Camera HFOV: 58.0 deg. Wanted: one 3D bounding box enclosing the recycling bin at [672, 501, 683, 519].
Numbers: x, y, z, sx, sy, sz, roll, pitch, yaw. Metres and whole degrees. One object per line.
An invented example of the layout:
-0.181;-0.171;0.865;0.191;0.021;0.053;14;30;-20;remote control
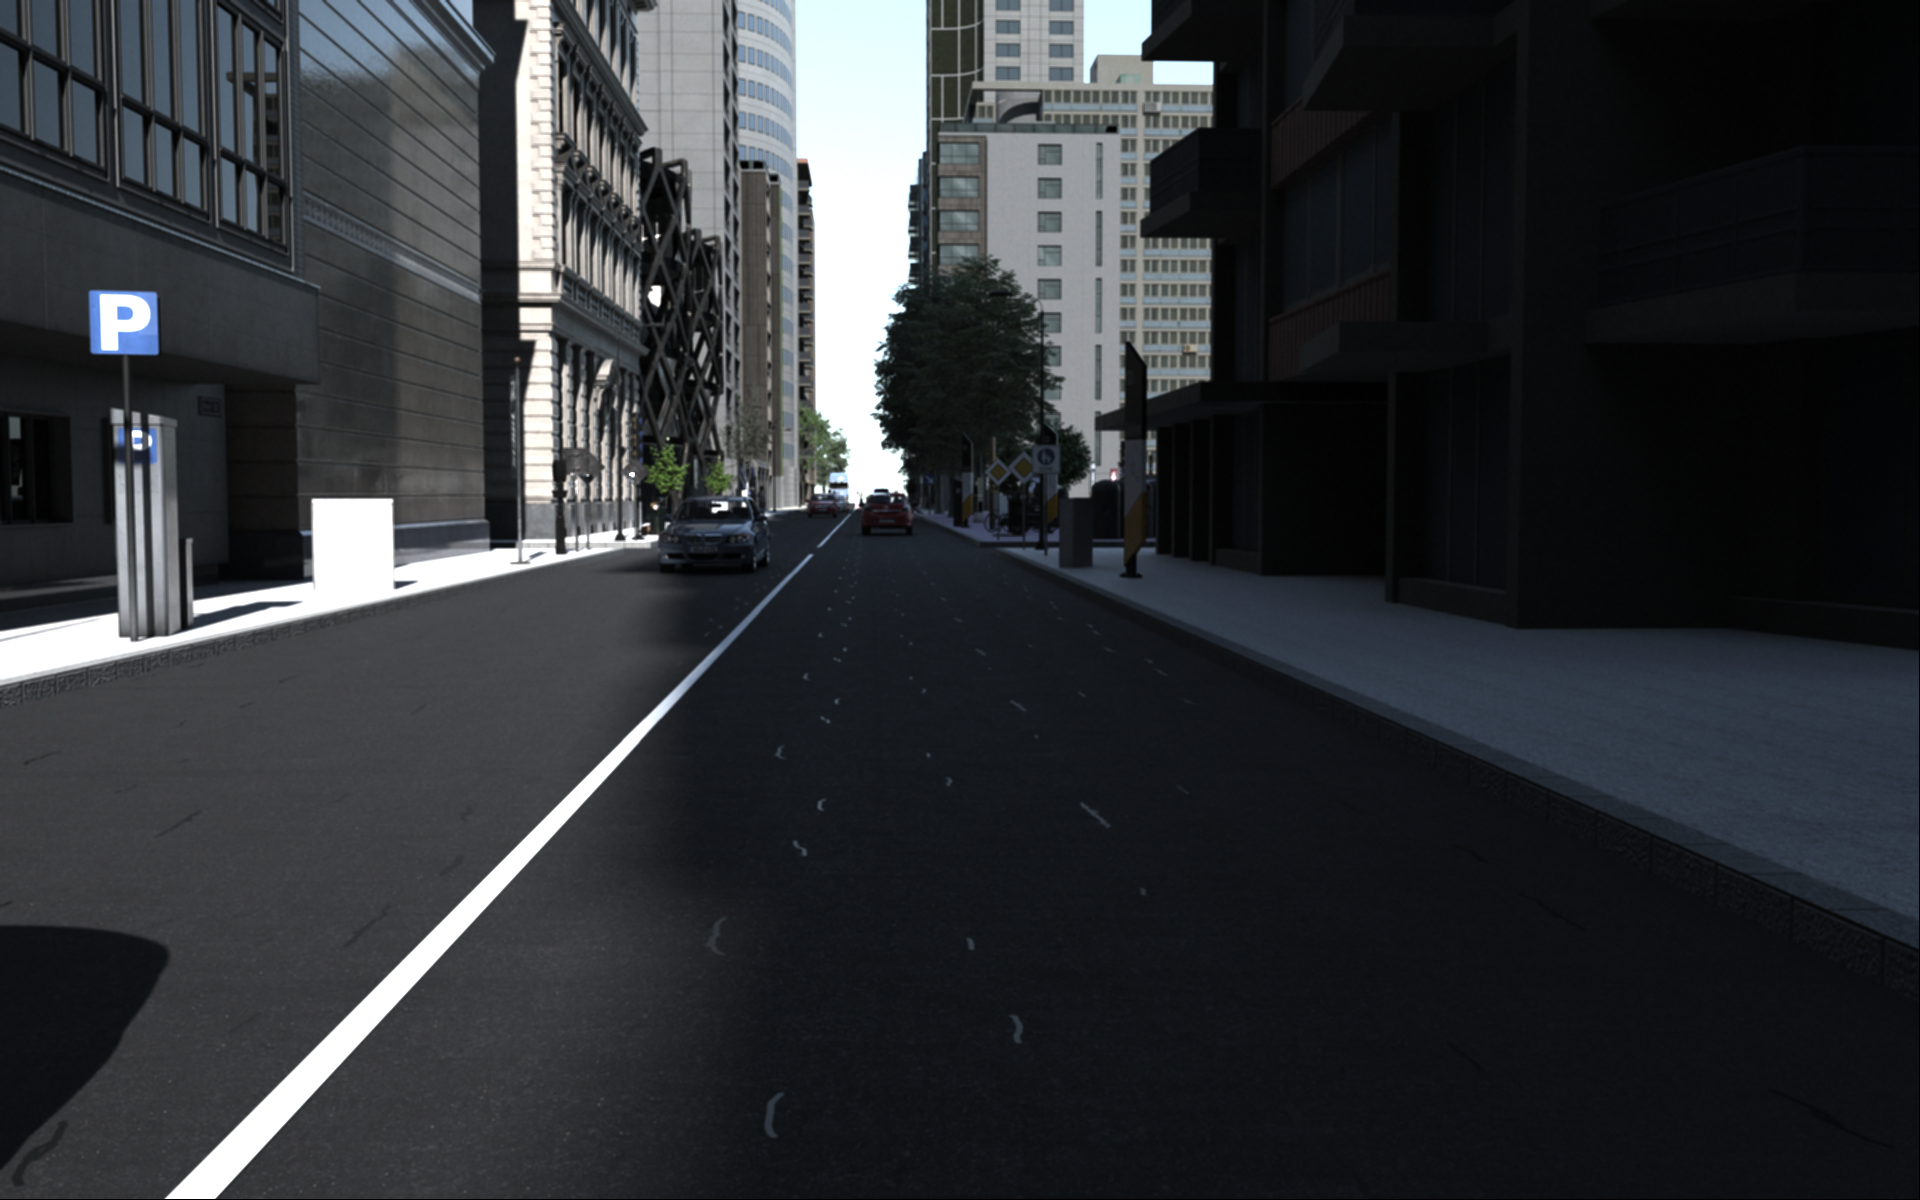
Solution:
-13.947;-4.506;86.223;0.722;1.027;0.722;-1;4;-17;recycling bin

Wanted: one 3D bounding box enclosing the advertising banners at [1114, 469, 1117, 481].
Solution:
9.592;-6.079;95.585;2.074;3.025;0.090;-2;4;-25;advertising banners

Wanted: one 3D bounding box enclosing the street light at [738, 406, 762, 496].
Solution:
-11.068;-7.244;90.985;1.470;5.913;1.316;0;4;-3;street light

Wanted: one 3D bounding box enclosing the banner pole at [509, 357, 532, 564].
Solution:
-8.176;-2.561;31.886;0.401;3.779;0.863;-2;4;-27;banner pole

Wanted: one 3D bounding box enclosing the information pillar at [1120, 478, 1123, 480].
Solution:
7.545;-4.584;79.438;0.304;2.012;0.304;-2;4;-35;information pillar

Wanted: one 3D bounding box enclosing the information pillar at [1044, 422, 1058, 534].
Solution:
2.928;-3.974;56.328;0.504;3.616;0.183;2;4;26;information pillar

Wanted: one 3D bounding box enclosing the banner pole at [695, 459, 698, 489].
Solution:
-16.553;-7.216;108.004;0.401;3.779;0.863;-3;5;-39;banner pole

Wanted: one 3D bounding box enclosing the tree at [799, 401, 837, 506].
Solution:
-17.643;-16.319;192.578;9.928;11.665;9.643;0;3;0;tree

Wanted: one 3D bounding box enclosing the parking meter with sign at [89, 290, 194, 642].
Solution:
-7.381;-1.193;15.764;0.543;3.016;1.738;-1;4;-14;parking meter with sign

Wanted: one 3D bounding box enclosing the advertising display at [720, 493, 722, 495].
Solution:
-17.024;-7.042;120.342;0.974;1.923;0.123;0;4;3;advertising display

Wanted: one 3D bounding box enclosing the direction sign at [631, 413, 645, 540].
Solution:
-9.041;-3.459;48.549;0.379;3.537;0.876;1;4;9;direction sign

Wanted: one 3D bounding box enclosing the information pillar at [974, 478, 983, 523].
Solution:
0.824;-4.462;77.444;0.304;2.012;0.304;-3;4;-37;information pillar

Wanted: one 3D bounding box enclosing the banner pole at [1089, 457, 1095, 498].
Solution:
8.881;-7.751;116.740;0.401;3.779;0.863;3;5;41;banner pole

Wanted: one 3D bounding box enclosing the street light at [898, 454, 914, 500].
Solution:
-4.714;-11.201;155.684;1.470;5.913;1.316;0;4;-3;street light

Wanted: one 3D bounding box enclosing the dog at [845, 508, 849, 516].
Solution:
-7.394;-5.754;113.365;0.540;0.507;0.406;2;4;29;dog

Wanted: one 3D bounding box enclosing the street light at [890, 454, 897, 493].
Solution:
-7.041;-13.849;198.969;1.470;5.913;1.316;0;4;-3;street light

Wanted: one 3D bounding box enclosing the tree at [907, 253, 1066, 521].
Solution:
1.289;-10.039;82.270;7.486;12.596;7.792;0;3;0;tree

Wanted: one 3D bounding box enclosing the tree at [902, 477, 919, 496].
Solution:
-4.900;-10.817;171.463;1.663;3.219;1.824;0;3;0;tree

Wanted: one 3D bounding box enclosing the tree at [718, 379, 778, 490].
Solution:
-13.788;-9.881;111.909;4.360;8.622;3.978;0;3;0;tree

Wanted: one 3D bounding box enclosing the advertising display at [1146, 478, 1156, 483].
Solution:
7.725;-3.863;68.366;0.974;1.923;0.123;1;4;11;advertising display

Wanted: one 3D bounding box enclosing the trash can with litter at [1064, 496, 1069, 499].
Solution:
6.732;-5.688;104.380;1.055;1.170;0.624;-1;4;-16;trash can with litter

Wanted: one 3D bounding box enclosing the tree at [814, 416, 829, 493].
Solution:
-21.974;-22.815;279.677;9.857;13.997;8.962;0;3;0;tree

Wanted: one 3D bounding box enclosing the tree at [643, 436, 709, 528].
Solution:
-9.726;-3.875;57.962;1.663;3.219;1.824;0;3;0;tree

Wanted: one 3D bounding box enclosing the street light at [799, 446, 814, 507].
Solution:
-14.938;-11.910;167.274;1.470;5.913;1.316;0;4;-3;street light

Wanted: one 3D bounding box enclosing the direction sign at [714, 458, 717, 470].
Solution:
-15.221;-7.108;108.215;0.379;3.537;0.876;-2;4;-27;direction sign

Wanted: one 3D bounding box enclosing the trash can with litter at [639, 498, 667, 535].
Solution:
-9.682;-2.627;54.334;1.055;1.170;0.624;3;4;39;trash can with litter

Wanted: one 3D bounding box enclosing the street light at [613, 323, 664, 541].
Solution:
-8.748;-4.565;47.182;1.470;5.913;1.316;0;4;-3;street light

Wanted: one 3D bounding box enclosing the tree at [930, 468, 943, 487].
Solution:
-1.387;-10.787;126.727;4.737;8.622;4.395;0;3;0;tree

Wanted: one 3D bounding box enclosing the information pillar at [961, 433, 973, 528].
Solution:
0.276;-4.575;66.152;0.504;3.616;0.183;3;5;42;information pillar

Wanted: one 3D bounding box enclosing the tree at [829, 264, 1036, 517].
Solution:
-0.395;-11.521;95.017;9.857;13.997;8.962;0;3;0;tree

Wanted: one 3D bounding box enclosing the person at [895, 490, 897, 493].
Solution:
-4.594;-7.083;125.026;1.217;1.735;0.721;-1;4;-11;person

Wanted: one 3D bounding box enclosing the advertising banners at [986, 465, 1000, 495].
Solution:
1.972;-6.615;104.350;0.090;3.025;2.074;2;4;26;advertising banners

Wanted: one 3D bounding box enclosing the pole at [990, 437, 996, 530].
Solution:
1.168;-4.171;62.046;0.158;3.312;0.155;0;3;0;pole

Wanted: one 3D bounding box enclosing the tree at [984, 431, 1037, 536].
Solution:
1.396;-3.568;52.933;1.663;3.219;1.824;0;3;0;tree

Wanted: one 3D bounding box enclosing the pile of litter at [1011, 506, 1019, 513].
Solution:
2.918;-5.165;98.406;1.176;0.858;1.719;0;4;4;pile of litter

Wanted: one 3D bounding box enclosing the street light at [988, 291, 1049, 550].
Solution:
1.345;-4.115;39.823;1.470;5.913;1.316;0;4;-3;street light

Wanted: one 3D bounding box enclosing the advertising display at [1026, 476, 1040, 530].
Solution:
2.832;-3.516;62.706;0.974;1.923;0.123;-2;4;-30;advertising display

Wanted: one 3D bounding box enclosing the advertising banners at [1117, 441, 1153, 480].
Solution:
5.769;-3.665;56.117;0.090;3.025;2.074;-2;4;-28;advertising banners

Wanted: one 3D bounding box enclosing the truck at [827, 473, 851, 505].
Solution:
-15.840;-14.480;226.511;2.967;4.110;18.799;0;4;-4;truck

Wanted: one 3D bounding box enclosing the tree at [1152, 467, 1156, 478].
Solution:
11.901;-6.606;102.616;1.663;3.219;1.824;0;3;0;tree

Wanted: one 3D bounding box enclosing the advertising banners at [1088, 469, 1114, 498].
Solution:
9.897;-7.570;119.957;2.074;3.025;0.090;1;4;16;advertising banners

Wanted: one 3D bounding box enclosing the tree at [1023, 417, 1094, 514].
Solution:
4.135;-5.538;74.258;4.285;4.588;4.351;0;3;0;tree

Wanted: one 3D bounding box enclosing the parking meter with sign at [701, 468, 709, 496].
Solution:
-16.686;-7.312;115.809;0.543;3.016;1.738;-2;4;-34;parking meter with sign

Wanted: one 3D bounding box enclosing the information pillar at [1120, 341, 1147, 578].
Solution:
2.673;-2.148;26.471;0.183;3.616;0.504;-2;4;-29;information pillar

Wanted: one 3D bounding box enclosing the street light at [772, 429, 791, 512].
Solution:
-12.716;-9.241;123.637;1.470;5.913;1.316;0;4;-3;street light

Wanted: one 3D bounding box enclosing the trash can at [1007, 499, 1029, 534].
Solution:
1.846;-2.659;55.132;0.748;1.137;0.748;0;3;0;trash can

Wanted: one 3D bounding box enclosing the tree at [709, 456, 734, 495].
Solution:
-12.101;-5.676;87.408;1.663;3.219;1.824;0;3;0;tree

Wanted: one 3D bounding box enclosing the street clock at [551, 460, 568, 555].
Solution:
-8.480;-1.966;36.718;0.358;2.002;0.471;-1;4;-21;street clock

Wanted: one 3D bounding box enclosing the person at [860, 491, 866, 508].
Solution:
-10.028;-10.157;175.348;1.217;1.735;0.721;2;4;33;person
